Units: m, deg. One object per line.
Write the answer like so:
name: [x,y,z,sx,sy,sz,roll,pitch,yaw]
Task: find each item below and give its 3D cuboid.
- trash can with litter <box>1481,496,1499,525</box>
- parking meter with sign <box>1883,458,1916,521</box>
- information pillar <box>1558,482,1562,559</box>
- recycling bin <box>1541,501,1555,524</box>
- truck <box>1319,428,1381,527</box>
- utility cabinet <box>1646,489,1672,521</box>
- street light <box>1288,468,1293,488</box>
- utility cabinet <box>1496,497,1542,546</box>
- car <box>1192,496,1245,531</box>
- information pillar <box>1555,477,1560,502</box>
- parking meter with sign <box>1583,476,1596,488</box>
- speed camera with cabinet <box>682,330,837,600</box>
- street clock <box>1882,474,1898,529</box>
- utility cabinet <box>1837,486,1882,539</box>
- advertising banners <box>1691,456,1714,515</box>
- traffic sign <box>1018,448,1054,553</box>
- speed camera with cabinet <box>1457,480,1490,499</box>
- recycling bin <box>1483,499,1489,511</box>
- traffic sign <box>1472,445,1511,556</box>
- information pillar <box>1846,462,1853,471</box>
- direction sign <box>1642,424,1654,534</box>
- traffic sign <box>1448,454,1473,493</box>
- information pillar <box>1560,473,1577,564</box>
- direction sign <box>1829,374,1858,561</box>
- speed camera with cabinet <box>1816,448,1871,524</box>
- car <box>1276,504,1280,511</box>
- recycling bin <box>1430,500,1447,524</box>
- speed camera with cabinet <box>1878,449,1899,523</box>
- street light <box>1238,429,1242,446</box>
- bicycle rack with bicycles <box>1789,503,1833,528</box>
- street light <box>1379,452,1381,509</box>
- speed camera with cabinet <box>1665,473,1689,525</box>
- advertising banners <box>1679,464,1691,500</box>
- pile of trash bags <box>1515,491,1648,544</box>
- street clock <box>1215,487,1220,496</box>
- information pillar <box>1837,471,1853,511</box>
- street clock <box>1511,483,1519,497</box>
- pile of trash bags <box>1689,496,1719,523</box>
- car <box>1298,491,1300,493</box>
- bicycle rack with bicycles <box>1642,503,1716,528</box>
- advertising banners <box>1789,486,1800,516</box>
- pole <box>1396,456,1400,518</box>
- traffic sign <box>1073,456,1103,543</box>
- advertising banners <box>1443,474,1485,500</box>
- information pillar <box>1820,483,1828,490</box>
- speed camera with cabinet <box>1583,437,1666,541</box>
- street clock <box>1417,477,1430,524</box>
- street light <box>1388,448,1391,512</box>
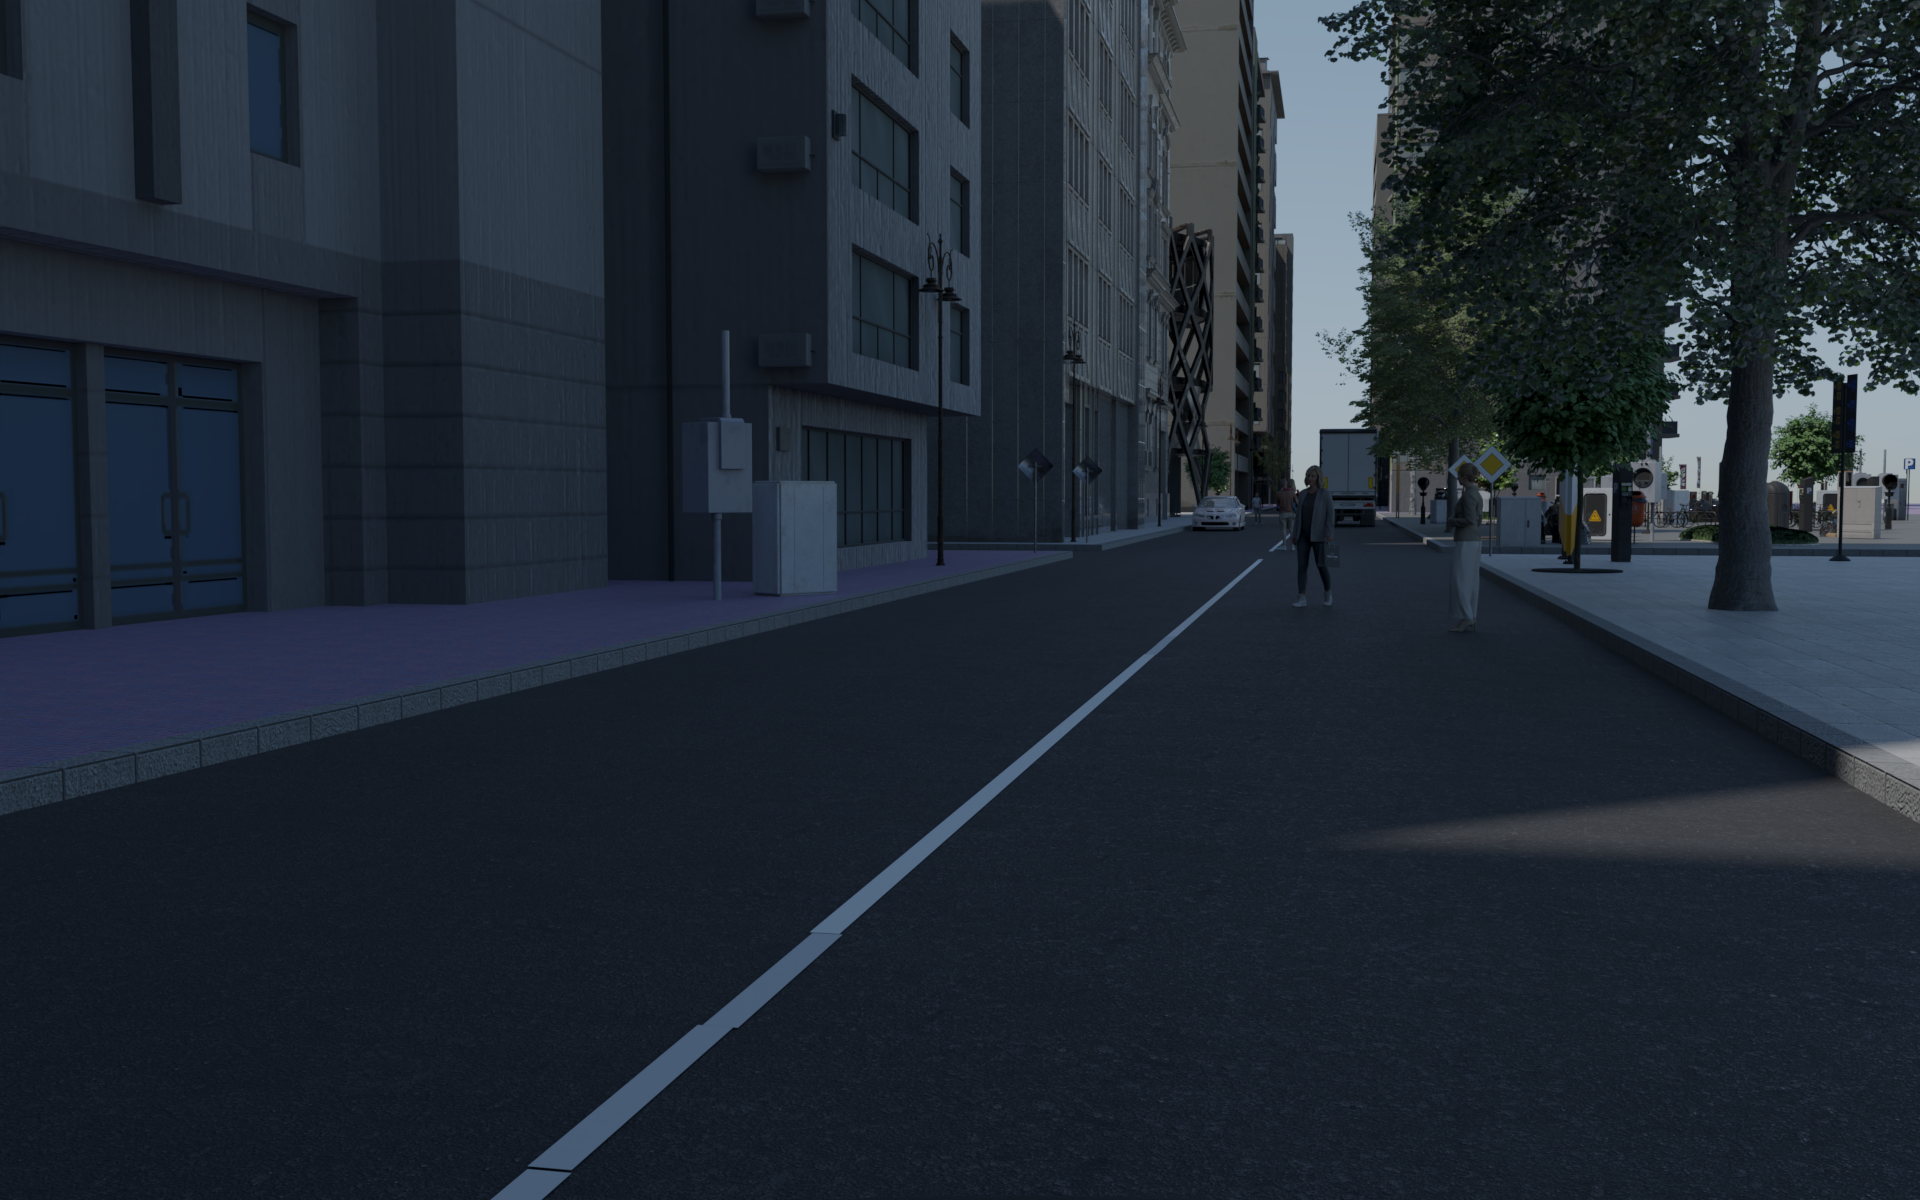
trash can with litter: [21.777,-3.716,71.822,2.233,1.210,1.678,1,4,12]
parking meter with sign: [45.535,-5.369,84.048,1.738,3.016,0.543,-2,4,-29]
information pillar: [11.880,-2.608,33.990,0.183,3.616,0.504,0,4,6]
recycling bin: [21.091,-3.068,62.722,0.722,1.027,0.722,-3,5,-44]
truck: [17.881,-5.536,79.431,2.839,4.237,11.283,1,4,13]
utility cabinet: [33.126,-4.489,82.080,0.318,1.500,1.173,-2,4,-32]
street light: [51.745,-18.146,269.469,0.468,5.910,1.993,1,4,12]
utility cabinet: [13.806,-1.934,42.787,1.020,1.237,0.306,0,4,0]
car: [10.290,-3.445,68.693,2.083,1.381,4.827,1,4,13]
information pillar: [25.735,-4.269,74.290,0.304,2.012,0.304,3,5,44]
parking meter with sign: [27.187,-4.825,75.153,1.738,3.016,0.543,2,4,31]
speed camera with cabinet: [-2.487,-1.672,21.670,2.038,3.252,0.660,-3,5,-45]
street clock: [33.771,-3.571,62.954,0.471,2.002,0.358,1,4,12]
utility cabinet: [25.756,-2.504,49.619,0.318,1.500,1.173,-2,4,-26]
advertising banners: [34.980,-5.210,81.372,0.090,3.025,2.074,3,5,45]
traffic sign: [1.638,-2.078,37.617,0.795,2.450,0.064,1,4,12]
speed camera with cabinet: [27.464,-6.014,92.662,2.038,3.252,0.660,1,4,16]
recycling bin: [27.086,-4.661,88.757,0.722,1.027,0.722,0,4,3]
traffic sign: [10.911,-1.954,35.583,0.795,2.450,0.064,1,4,12]
information pillar: [41.498,-5.484,81.019,0.504,3.616,0.183,0,4,5]
direction sign: [22.312,-3.919,56.079,0.379,3.537,0.876,1,4,8]
traffic sign: [12.611,-2.431,43.386,0.795,2.450,0.064,1,4,12]
information pillar: [11.261,-2.468,31.712,0.183,3.616,0.504,3,5,40]
direction sign: [16.854,-2.512,33.072,0.379,3.537,0.876,0,4,1]
speed camera with cabinet: [38.290,-4.936,75.039,2.038,3.252,0.660,1,4,13]
car: [28.037,-8.492,148.436,1.945,1.707,3.694,1,4,14]
recycling bin: [20.929,-3.843,75.385,0.722,1.027,0.722,0,4,-6]
speed camera with cabinet: [40.373,-5.009,76.231,2.038,3.252,0.660,-2,4,-25]
street light: [19.296,-9.033,120.479,0.468,5.910,1.993,1,4,12]
bicycle rack with bicycles: [35.135,-3.601,72.263,2.852,0.926,2.925,1,4,22]
street light: [35.277,-10.552,145.313,0.468,5.910,1.993,1,4,12]
speed camera with cabinet: [29.664,-4.787,72.599,2.038,3.252,0.660,-2,4,-28]
advertising banners: [42.914,-6.428,101.283,2.074,3.025,0.090,-1,4,-12]
pile of trash bags: [15.961,-2.147,44.859,3.447,1.369,1.912,2,4,24]
street clock: [16.563,-6.534,111.402,0.358,2.002,0.471,1,4,13]
information pillar: [28.442,-3.131,55.685,0.304,2.012,0.304,-1,4,-15]
street clock: [36.516,-6.700,114.111,0.471,2.002,0.358,0,4,0]
pile of trash bags: [37.960,-4.705,86.672,3.447,1.369,1.912,2,4,23]
car: [40.305,-11.852,202.447,2.281,1.827,5.304,1,4,11]
bicycle rack with bicycles: [27.488,-3.217,65.981,2.852,0.926,2.925,-2,4,-27]
advertising banners: [40.496,-5.416,84.732,0.090,3.025,2.074,-2,4,-32]
pole: [23.350,-6.024,92.343,0.158,3.312,0.155,0,3,0]
traffic sign: [3.338,-2.555,45.420,0.795,2.450,0.064,1,4,12]
advertising banners: [22.182,-4.872,75.848,2.074,3.025,0.090,0,4,-2]
information pillar: [55.486,-6.531,111.274,0.304,2.012,0.304,-2,4,-28]
speed camera with cabinet: [18.074,-3.248,47.433,2.038,3.252,0.660,3,4,38]
street clock: [19.640,-4.212,73.431,0.471,2.002,0.358,0,4,4]
street light: [30.568,-9.198,123.176,0.468,5.910,1.993,1,4,12]
